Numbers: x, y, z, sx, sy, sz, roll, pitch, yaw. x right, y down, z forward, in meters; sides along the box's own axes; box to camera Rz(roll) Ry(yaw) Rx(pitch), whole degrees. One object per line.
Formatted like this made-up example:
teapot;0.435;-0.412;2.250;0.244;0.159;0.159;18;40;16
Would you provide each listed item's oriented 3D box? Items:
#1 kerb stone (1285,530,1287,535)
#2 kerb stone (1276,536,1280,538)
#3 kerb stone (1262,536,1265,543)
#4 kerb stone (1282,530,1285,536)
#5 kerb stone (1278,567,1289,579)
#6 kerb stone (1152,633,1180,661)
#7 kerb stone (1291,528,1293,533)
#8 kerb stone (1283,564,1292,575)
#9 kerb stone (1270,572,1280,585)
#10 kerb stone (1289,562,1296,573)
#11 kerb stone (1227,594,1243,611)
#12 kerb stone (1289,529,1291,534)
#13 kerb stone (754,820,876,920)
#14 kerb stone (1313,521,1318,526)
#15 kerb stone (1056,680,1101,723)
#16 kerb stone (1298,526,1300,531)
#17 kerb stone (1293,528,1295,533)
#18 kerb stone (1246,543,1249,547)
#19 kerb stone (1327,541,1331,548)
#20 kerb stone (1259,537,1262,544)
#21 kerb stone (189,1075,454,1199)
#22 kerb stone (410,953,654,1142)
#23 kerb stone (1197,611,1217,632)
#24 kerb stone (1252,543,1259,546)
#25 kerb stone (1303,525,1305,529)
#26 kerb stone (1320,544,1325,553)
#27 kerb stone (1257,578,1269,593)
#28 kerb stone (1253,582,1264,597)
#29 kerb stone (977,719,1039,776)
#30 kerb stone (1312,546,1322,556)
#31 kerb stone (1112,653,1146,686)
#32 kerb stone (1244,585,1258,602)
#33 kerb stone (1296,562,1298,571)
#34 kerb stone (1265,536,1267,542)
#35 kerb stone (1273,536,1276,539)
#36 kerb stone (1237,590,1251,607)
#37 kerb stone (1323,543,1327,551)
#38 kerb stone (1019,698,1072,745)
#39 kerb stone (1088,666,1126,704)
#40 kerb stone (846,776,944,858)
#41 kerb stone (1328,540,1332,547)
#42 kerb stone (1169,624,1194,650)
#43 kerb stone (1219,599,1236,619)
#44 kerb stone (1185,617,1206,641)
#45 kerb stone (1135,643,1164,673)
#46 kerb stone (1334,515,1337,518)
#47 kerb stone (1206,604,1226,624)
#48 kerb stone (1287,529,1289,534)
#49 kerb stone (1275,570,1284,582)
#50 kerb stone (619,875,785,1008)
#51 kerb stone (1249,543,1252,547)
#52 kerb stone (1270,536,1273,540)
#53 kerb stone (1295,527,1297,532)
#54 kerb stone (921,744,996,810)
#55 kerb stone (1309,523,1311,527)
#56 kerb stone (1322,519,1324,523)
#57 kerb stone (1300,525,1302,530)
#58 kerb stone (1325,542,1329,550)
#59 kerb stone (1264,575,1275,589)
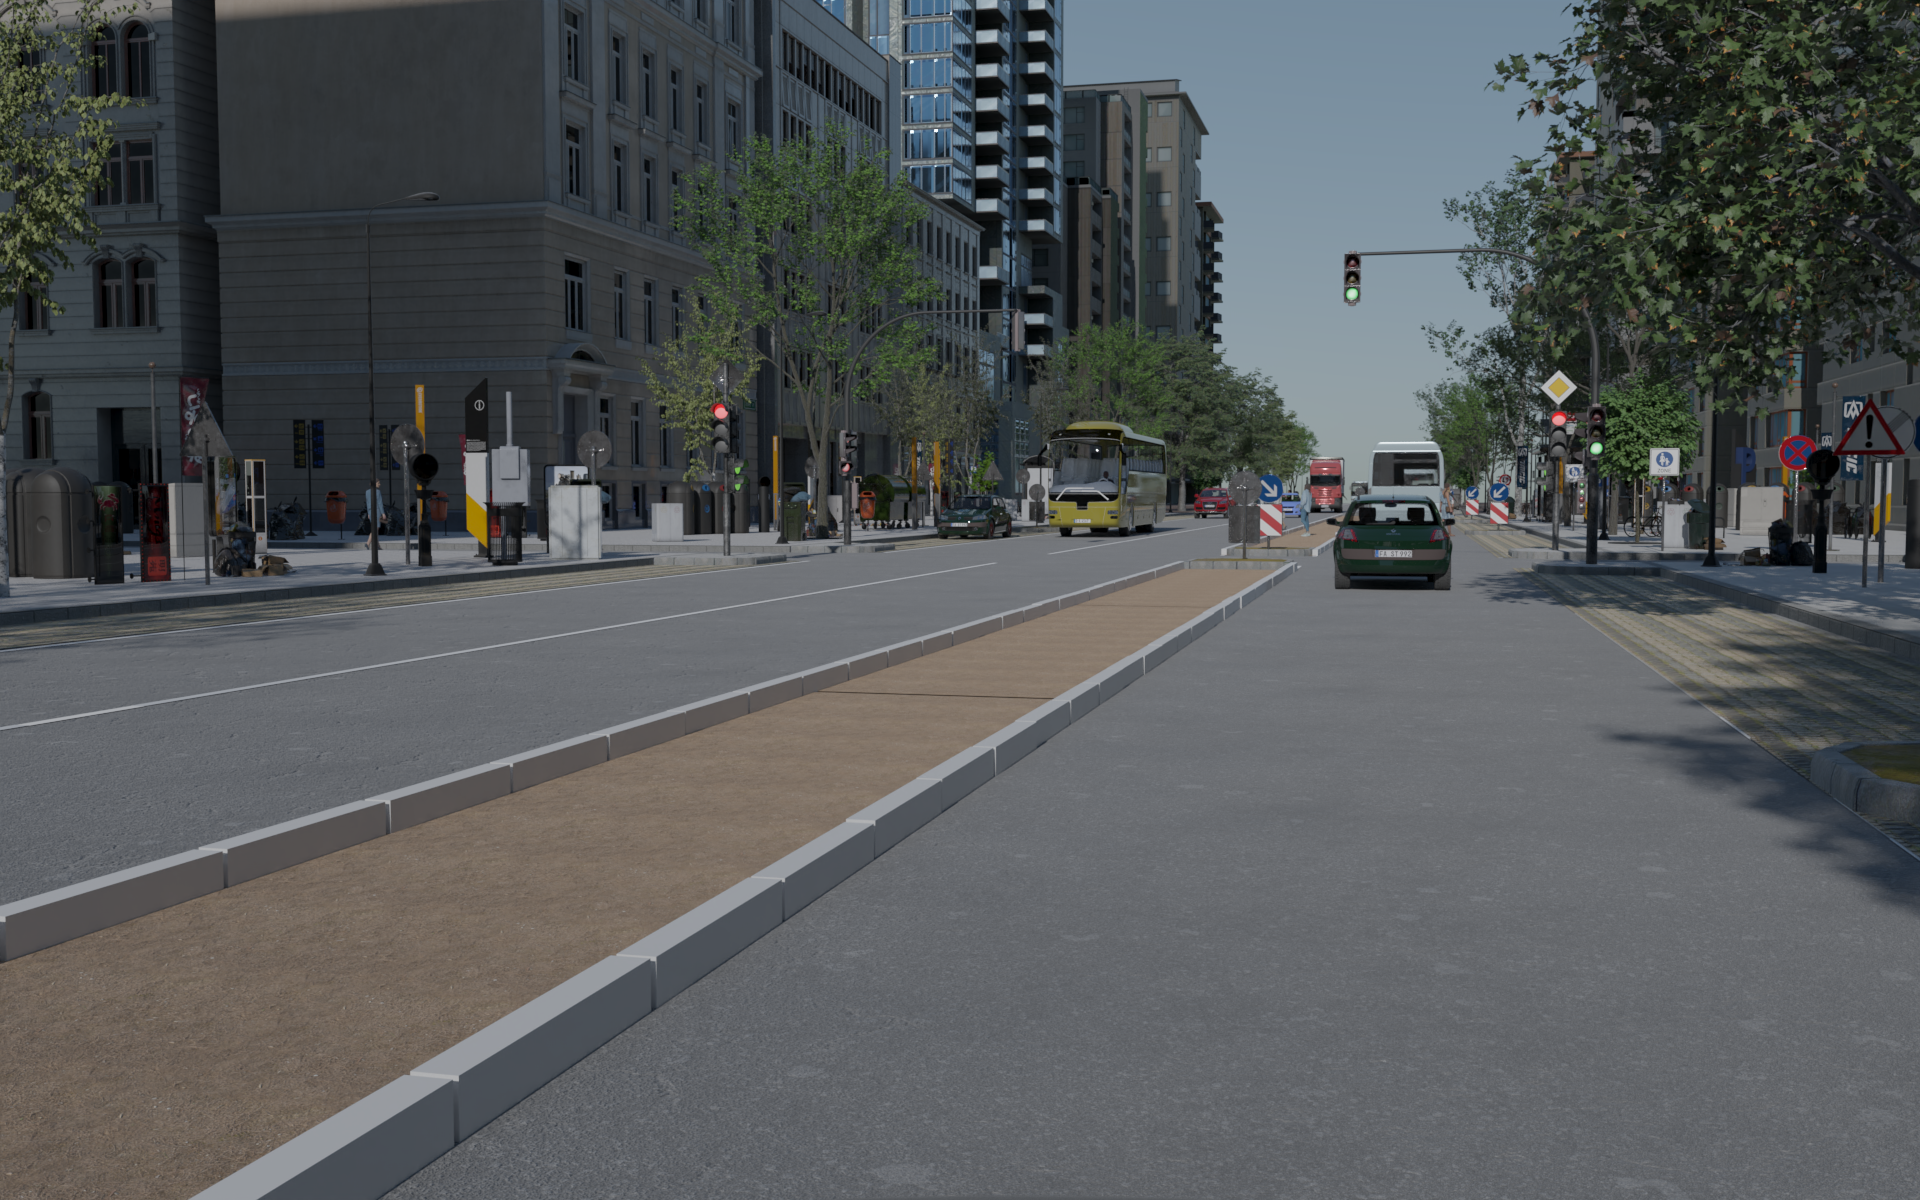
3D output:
kerb stone;10.944;-2.247;58.936;0.120;0.150;1.000;1;4;14
kerb stone;10.165;-2.064;55.946;0.120;0.150;1.000;1;4;14
kerb stone;8.627;-1.700;49.985;0.120;0.150;1.000;1;4;14
kerb stone;10.689;-2.184;57.936;0.120;0.150;1.000;1;4;14
kerb stone;5.387;-0.423;29.111;0.120;0.150;1.000;1;4;14
kerb stone;1.786;0.426;15.226;0.120;0.150;1.000;1;4;14
kerb stone;11.721;-2.426;61.902;0.120;0.150;1.000;1;4;14
kerb stone;5.638;-0.484;30.102;0.120;0.150;1.000;1;4;14
kerb stone;4.877;-0.302;27.126;0.120;0.150;1.000;1;4;14
kerb stone;5.893;-0.544;31.094;0.120;0.150;1.000;1;4;14
kerb stone;3.317;0.062;21.181;0.120;0.150;1.000;1;4;14
kerb stone;11.455;-2.366;60.915;0.120;0.150;1.000;1;4;14
kerb stone;-0.521;0.978;6.313;0.120;0.150;1.000;1;4;14
kerb stone;16.094;-3.461;78.785;0.120;0.150;1.000;1;4;14
kerb stone;0.757;0.669;11.265;0.120;0.150;1.000;1;4;14
kerb stone;12.743;-2.670;65.866;0.120;0.150;1.000;1;4;14
kerb stone;11.970;-2.487;62.893;0.120;0.150;1.000;1;4;14
kerb stone;7.335;-1.396;45.038;0.120;0.150;1.000;1;4;14
kerb stone;9.384;-1.362;44.549;0.120;0.150;1.000;1;4;14
kerb stone;8.368;-1.639;48.996;0.120;0.150;1.000;1;4;14
kerb stone;-1.294;1.154;3.331;0.120;0.150;1.000;1;4;14
kerb stone;-1.038;1.093;4.321;0.120;0.150;1.000;1;4;14
kerb stone;2.560;0.246;18.209;0.120;0.150;1.000;1;4;14
kerb stone;8.114;-1.579;48.006;0.120;0.150;1.000;1;4;14
kerb stone;13.516;-2.853;68.844;0.120;0.150;1.000;1;4;14
kerb stone;8.609;-1.184;41.557;0.120;0.150;1.000;1;4;14
kerb stone;4.354;-0.180;25.143;0.120;0.150;1.000;1;4;14
kerb stone;4.104;-0.119;24.149;0.120;0.150;1.000;1;4;14
kerb stone;0.248;0.790;9.284;0.120;0.150;1.000;1;4;14
kerb stone;8.345;-1.120;40.564;0.120;0.150;1.000;1;4;14
kerb stone;1.267;0.549;13.248;0.120;0.150;1.000;1;4;14
kerb stone;3.845;-0.059;23.158;0.120;0.150;1.000;1;4;14
kerb stone;6.160;-0.604;32.080;0.120;0.150;1.000;1;4;14
kerb stone;8.884;-1.761;50.980;0.120;0.150;1.000;1;4;14
kerb stone;9.656;-1.943;53.959;0.120;0.150;1.000;1;4;14
kerb stone;3.590;0.002;22.168;0.120;0.150;1.000;1;4;14
kerb stone;8.867;-1.239;42.566;0.120;0.150;1.000;1;4;14
kerb stone;0.496;0.729;10.276;0.120;0.150;1.000;1;4;14
kerb stone;1.016;0.608;12.257;0.120;0.150;1.000;1;4;14
kerb stone;-0.266;0.911;7.305;0.120;0.150;1.000;1;4;14
kerb stone;9.637;-1.425;45.539;0.120;0.150;1.000;1;4;14
kerb stone;2.044;0.365;16.223;0.120;0.150;1.000;1;4;14
kerb stone;3.074;0.123;20.188;0.120;0.150;1.000;1;4;14
kerb stone;2.305;0.305;17.217;0.120;0.150;1.000;1;4;14
kerb stone;1.531;0.489;14.236;0.120;0.150;1.000;1;4;14
kerb stone;21.226;-4.676;98.641;0.120;0.150;1.000;1;4;14
kerb stone;2.808;0.183;19.200;0.120;0.150;1.000;1;4;14
kerb stone;11.191;-2.308;59.927;0.120;0.150;1.000;1;4;14
kerb stone;5.131;-0.357;28.119;0.120;0.150;1.000;1;4;14
kerb stone;-0.777;1.036;5.318;0.120;0.150;1.000;1;4;14
kerb stone;7.599;-1.458;46.027;0.120;0.150;1.000;1;4;14
kerb stone;9.394;-1.882;52.963;0.120;0.150;1.000;1;4;14
kerb stone;12.232;-2.547;63.881;0.120;0.150;1.000;1;4;14
kerb stone;-0.014;0.850;8.295;0.120;0.150;1.000;1;4;14
kerb stone;14.551;-3.091;72.822;0.120;0.150;1.000;1;4;14
kerb stone;17.376;-3.764;83.757;0.120;0.150;1.000;1;4;14
kerb stone;12.997;-2.729;66.864;0.120;0.150;1.000;1;4;14
kerb stone;9.130;-1.301;43.554;0.120;0.150;1.000;1;4;14
kerb stone;4.612;-0.241;26.132;0.120;0.150;1.000;1;4;14
